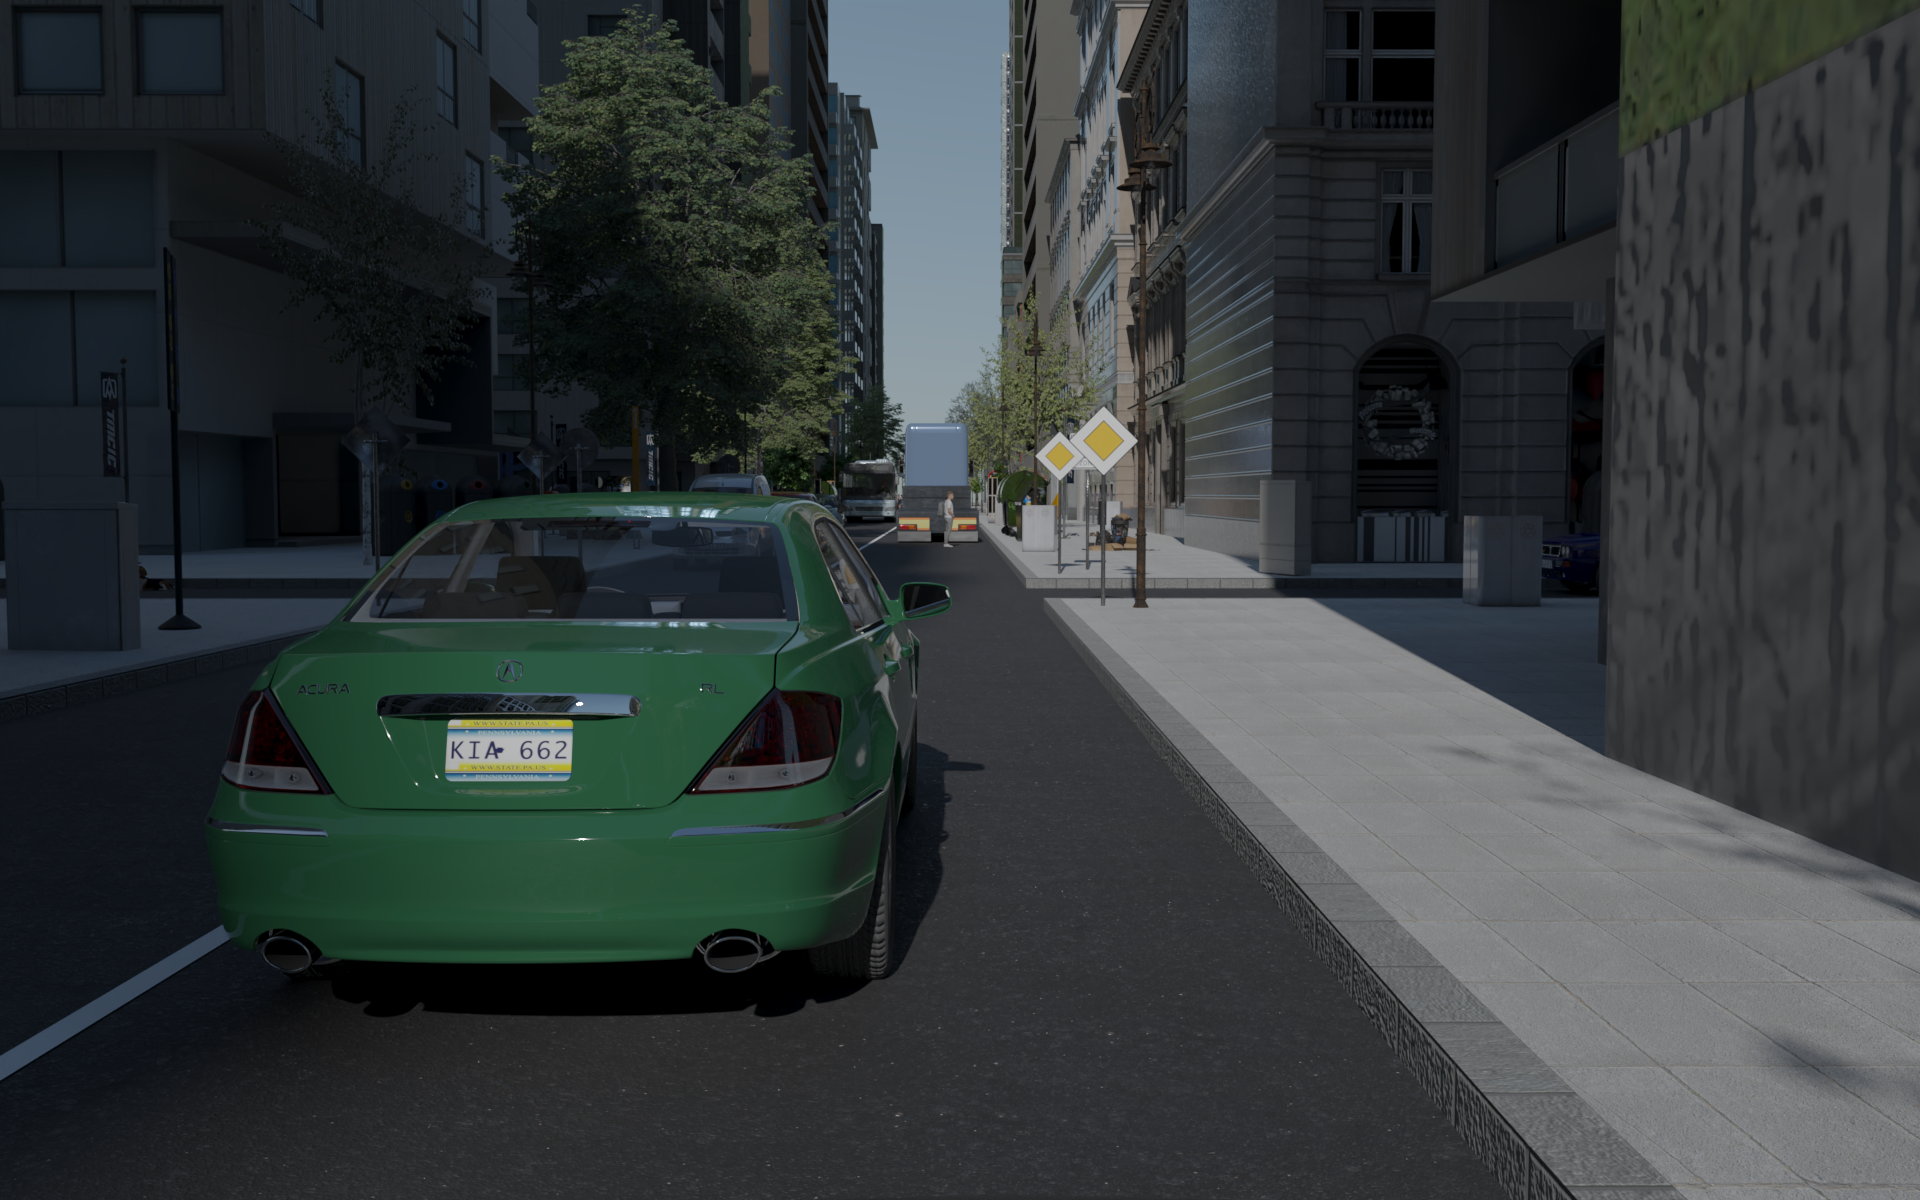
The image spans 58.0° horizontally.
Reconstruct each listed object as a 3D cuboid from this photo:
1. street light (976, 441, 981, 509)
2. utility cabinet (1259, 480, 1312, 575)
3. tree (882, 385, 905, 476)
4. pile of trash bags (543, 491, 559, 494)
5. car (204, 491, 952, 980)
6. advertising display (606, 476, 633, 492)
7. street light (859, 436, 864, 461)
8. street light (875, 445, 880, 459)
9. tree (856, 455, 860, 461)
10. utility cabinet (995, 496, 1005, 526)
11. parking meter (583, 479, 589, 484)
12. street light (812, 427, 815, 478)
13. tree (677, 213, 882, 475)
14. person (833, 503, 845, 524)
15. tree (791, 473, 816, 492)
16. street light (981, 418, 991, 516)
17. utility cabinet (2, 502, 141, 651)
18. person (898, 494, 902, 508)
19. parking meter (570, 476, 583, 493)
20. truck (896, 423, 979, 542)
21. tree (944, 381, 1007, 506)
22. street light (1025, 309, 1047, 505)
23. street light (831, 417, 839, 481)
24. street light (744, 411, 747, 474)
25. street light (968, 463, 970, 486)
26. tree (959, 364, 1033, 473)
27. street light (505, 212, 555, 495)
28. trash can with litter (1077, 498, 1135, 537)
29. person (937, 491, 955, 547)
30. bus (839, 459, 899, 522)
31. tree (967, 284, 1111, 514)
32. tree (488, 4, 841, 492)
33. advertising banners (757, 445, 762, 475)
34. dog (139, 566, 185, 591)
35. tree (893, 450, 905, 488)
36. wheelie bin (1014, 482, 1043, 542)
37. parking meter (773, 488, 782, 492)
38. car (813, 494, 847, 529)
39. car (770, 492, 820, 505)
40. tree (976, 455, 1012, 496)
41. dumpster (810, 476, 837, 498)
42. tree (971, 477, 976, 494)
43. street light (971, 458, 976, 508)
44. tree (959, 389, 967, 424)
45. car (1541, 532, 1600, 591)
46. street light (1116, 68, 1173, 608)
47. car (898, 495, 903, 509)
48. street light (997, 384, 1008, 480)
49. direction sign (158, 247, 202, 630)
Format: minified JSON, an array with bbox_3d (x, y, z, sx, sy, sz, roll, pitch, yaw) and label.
[{"bbox_3d":[1.530,-9.035,120.514,0.468,5.910,1.993,0,4,0],"label":"street light"},{"bbox_3d":[5.173,-1.151,27.506,0.318,1.500,1.173,-1,4,-18],"label":"utility cabinet"},{"bbox_3d":[-8.776,-15.916,178.355,7.486,12.596,7.792,0,3,0],"label":"tree"},{"bbox_3d":[-10.765,-2.452,49.844,3.447,1.369,1.912,2,4,32],"label":"pile of trash bags"},{"bbox_3d":[-1.098,0.322,6.540,2.131,1.459,4.920,0,3,0],"label":"car"},{"bbox_3d":[-11.987,-3.411,60.981,0.974,1.923,0.123,1,4,15],"label":"advertising display"},{"bbox_3d":[-7.656,-9.866,134.097,0.468,5.910,1.993,0,4,0],"label":"street light"},{"bbox_3d":[-7.804,-11.687,163.876,0.468,5.910,1.993,0,4,0],"label":"street light"},{"bbox_3d":[-8.031,-8.159,117.107,4.285,4.588,4.351,0,3,0],"label":"tree"},{"bbox_3d":[1.940,-3.607,70.142,1.020,1.237,0.306,1,4,18],"label":"utility cabinet"},{"bbox_3d":[-14.514,-3.733,66.749,0.399,1.863,0.255,-1,4,-16],"label":"parking meter"},{"bbox_3d":[-7.442,-7.084,88.610,0.468,5.910,1.993,0,4,0],"label":"street light"},{"bbox_3d":[-7.727,-9.271,69.711,7.486,12.596,7.792,0,3,0],"label":"tree"},{"bbox_3d":[-2.611,-1.457,37.002,0.352,1.250,0.332,0,4,7],"label":"person"},{"bbox_3d":[-7.853,-5.596,86.098,1.663,3.219,1.824,0,3,0],"label":"tree"},{"bbox_3d":[1.661,-7.911,102.128,0.468,5.910,1.993,0,4,0],"label":"street light"},{"bbox_3d":[-7.328,-0.193,14.311,1.020,1.237,0.306,0,4,7],"label":"utility cabinet"},{"bbox_3d":[-5.508,-8.863,156.597,0.628,1.438,0.799,-1,4,-22],"label":"person"},{"bbox_3d":[-12.742,-3.158,57.345,0.255,1.863,0.399,0,4,-1],"label":"parking meter"},{"bbox_3d":[-0.800,-4.290,59.895,2.967,4.110,18.799,0,4,-1],"label":"truck"},{"bbox_3d":[1.721,-16.940,187.344,12.009,13.543,11.850,0,3,0],"label":"tree"},{"bbox_3d":[1.898,-4.325,43.495,0.468,5.910,1.993,0,4,0],"label":"street light"},{"bbox_3d":[-7.560,-8.055,104.487,0.468,5.910,1.993,0,4,0],"label":"street light"},{"bbox_3d":[-7.272,-5.252,58.660,0.468,5.910,1.993,0,4,0],"label":"street light"},{"bbox_3d":[1.272,-12.619,179.100,0.468,5.910,1.993,0,4,0],"label":"street light"},{"bbox_3d":[2.065,-9.062,98.524,4.360,8.622,3.978,0,3,0],"label":"tree"},{"bbox_3d":[-7.106,-3.424,28.771,0.468,5.910,1.993,0,4,0],"label":"street light"},{"bbox_3d":[4.389,-2.559,52.890,1.678,1.210,2.233,0,4,-5],"label":"trash can with litter"},{"bbox_3d":[-0.322,-2.189,46.892,0.503,1.515,0.523,3,5,42],"label":"person"},{"bbox_3d":[-4.607,-5.854,90.573,2.948,3.499,13.247,0,4,-2],"label":"bus"},{"bbox_3d":[3.172,-6.807,61.654,4.737,8.622,4.395,0,3,0],"label":"tree"},{"bbox_3d":[-7.754,-8.519,45.935,9.857,13.997,8.962,0,3,0],"label":"tree"},{"bbox_3d":[-7.313,-3.987,61.382,0.090,3.025,2.074,1,4,10],"label":"advertising banners"},{"bbox_3d":[-11.958,-0.336,25.691,0.748,0.427,0.550,0,4,-4],"label":"dog"},{"bbox_3d":[-8.251,-18.791,257.598,4.737,8.622,4.395,0,3,0],"label":"tree"},{"bbox_3d":[1.859,-2.380,46.826,0.693,1.594,0.980,-1,4,-15],"label":"wheelie bin"},{"bbox_3d":[-7.772,-3.999,73.797,0.372,1.533,0.369,0,3,0],"label":"parking meter"},{"bbox_3d":[-5.016,-2.996,60.784,2.131,1.459,4.920,0,4,-1],"label":"car"},{"bbox_3d":[-3.983,-1.833,39.018,2.155,1.783,4.494,0,4,1],"label":"car"},{"bbox_3d":[1.950,-5.488,84.333,1.663,3.219,1.824,0,3,0],"label":"tree"},{"bbox_3d":[-7.504,-5.616,94.318,1.502,2.255,1.985,0,4,0],"label":"dumpster"},{"bbox_3d":[1.307,-9.194,144.928,1.663,3.219,1.824,0,3,0],"label":"tree"},{"bbox_3d":[1.373,-10.827,149.807,0.468,5.910,1.993,0,4,0],"label":"street light"},{"bbox_3d":[2.391,-7.870,79.035,4.737,8.622,4.395,0,3,0],"label":"tree"},{"bbox_3d":[10.378,-0.758,24.975,3.894,1.354,1.945,0,3,0],"label":"car"},{"bbox_3d":[2.043,-2.851,19.400,0.468,5.910,1.993,0,4,0],"label":"street light"},{"bbox_3d":[-5.205,-9.663,169.996,2.014,1.417,4.499,0,4,0],"label":"car"},{"bbox_3d":[1.805,-6.119,72.836,0.468,5.910,1.993,0,4,0],"label":"street light"},{"bbox_3d":[-7.425,-1.491,16.377,0.379,3.537,0.876,-1,4,-19],"label":"direction sign"}]
